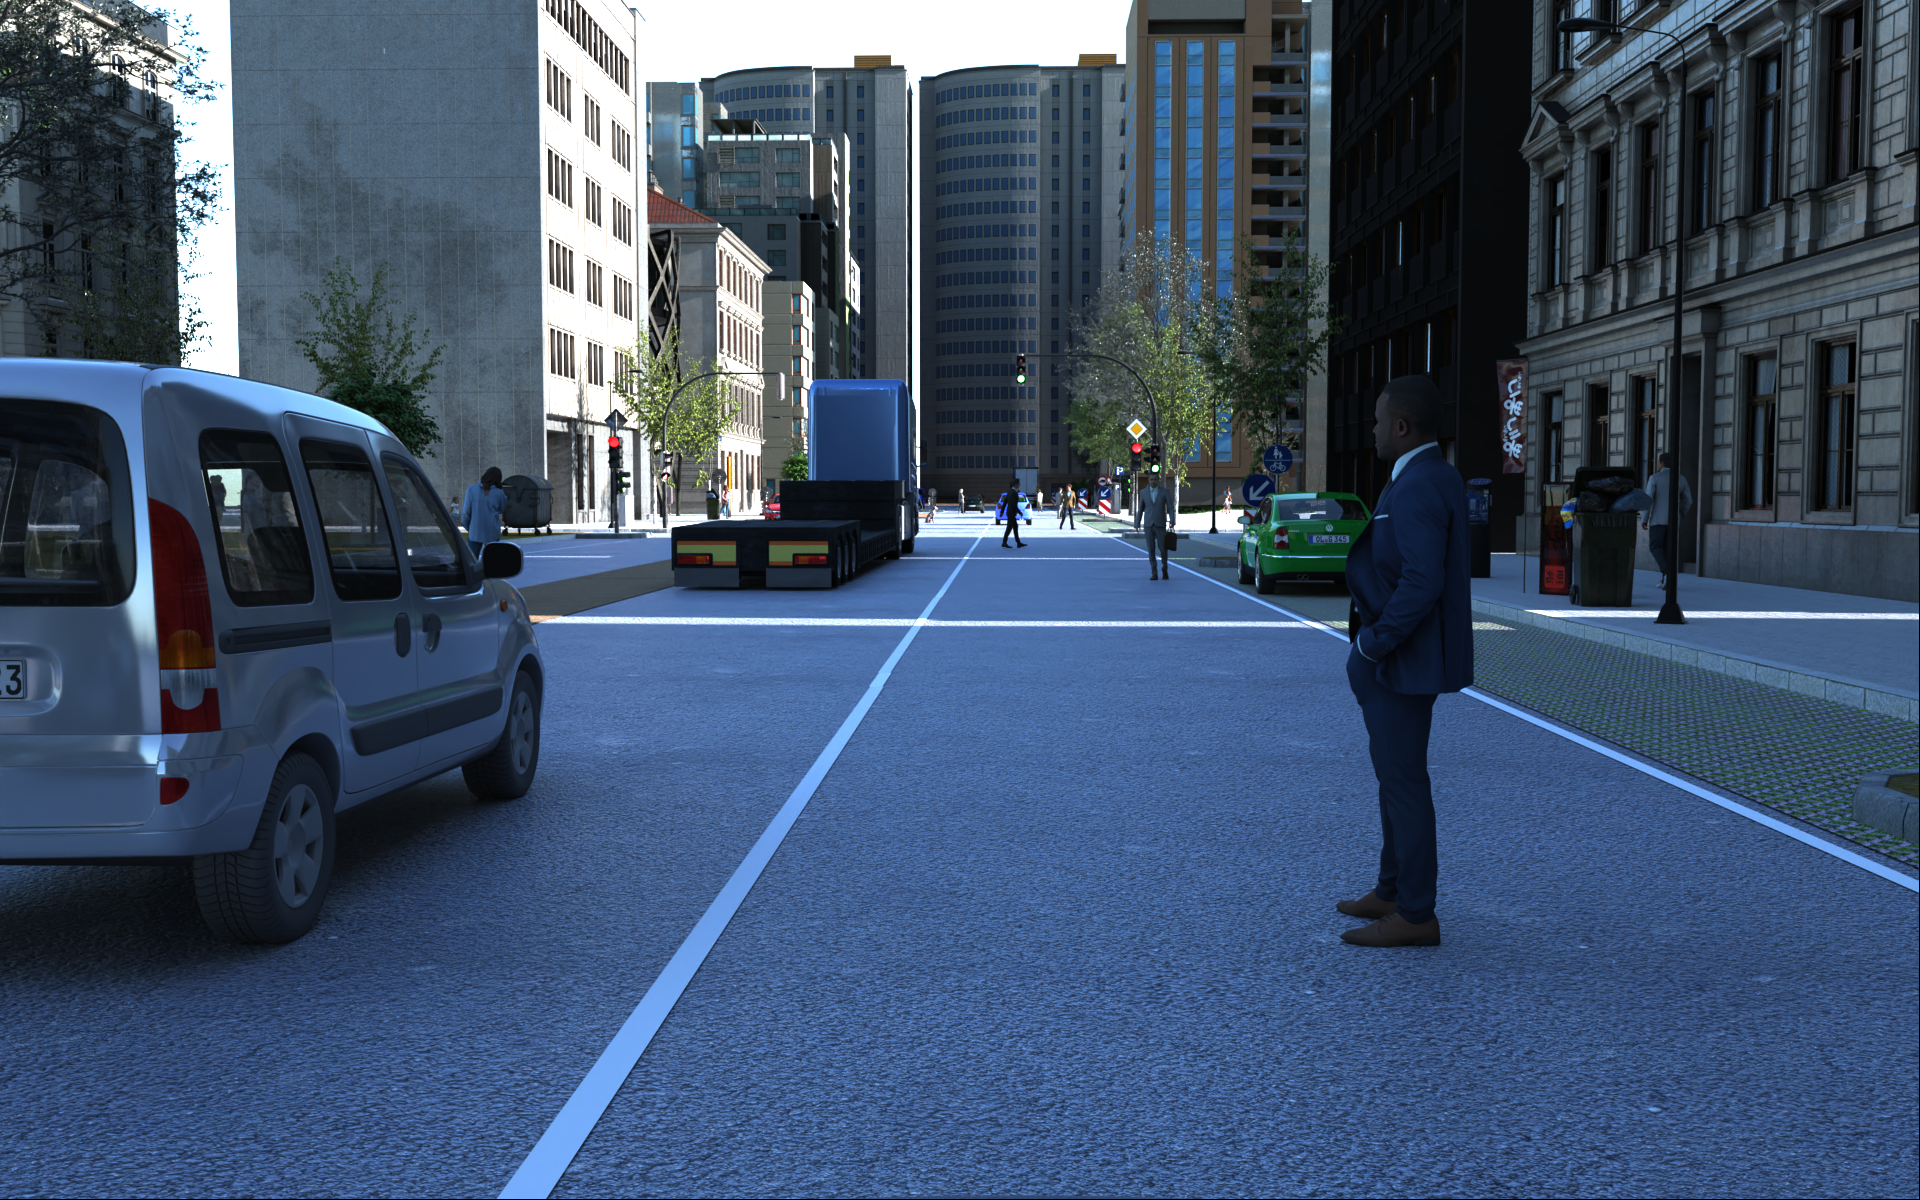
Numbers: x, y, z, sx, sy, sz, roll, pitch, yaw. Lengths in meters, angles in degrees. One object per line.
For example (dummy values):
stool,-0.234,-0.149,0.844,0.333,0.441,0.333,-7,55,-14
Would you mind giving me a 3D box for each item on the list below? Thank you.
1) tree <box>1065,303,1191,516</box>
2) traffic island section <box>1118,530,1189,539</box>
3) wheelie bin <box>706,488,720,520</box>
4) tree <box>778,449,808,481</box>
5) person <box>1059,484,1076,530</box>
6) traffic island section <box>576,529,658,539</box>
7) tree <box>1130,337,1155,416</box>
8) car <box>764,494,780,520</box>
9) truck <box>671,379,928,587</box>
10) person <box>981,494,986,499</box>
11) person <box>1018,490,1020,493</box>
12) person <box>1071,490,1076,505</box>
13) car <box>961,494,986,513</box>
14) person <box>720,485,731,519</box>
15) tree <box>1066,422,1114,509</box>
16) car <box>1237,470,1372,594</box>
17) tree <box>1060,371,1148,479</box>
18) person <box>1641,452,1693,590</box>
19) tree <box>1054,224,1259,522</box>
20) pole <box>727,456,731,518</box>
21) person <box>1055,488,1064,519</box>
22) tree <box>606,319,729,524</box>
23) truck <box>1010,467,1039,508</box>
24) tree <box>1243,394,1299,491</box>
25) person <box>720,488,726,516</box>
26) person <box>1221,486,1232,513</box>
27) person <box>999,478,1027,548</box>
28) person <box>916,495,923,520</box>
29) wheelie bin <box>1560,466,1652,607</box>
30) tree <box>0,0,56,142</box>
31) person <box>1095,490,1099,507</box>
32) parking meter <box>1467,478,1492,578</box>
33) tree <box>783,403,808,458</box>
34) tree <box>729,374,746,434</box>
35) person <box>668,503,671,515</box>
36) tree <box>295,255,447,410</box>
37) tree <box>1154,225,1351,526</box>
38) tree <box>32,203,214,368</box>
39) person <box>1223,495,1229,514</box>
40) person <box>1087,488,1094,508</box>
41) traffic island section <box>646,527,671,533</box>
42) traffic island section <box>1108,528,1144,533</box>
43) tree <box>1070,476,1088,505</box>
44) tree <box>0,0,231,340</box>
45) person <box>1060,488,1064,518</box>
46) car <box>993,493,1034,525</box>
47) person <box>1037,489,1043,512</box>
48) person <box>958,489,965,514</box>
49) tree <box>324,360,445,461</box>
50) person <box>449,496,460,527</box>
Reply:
tree,9.898,-11.269,102.379,7.486,12.596,7.792,0,3,0
traffic island section,6.330,-2.090,56.448,2.009,0.180,2.903,0,4,2
wheelie bin,-12.370,-4.808,86.526,0.693,1.594,0.980,-1,4,-13
tree,-11.551,-8.592,124.187,4.285,4.588,4.351,0,3,0
person,4.327,-3.763,69.936,0.656,1.842,0.836,-3,5,-44
traffic island section,-11.304,-2.122,56.968,2.009,0.180,2.903,0,4,2
tree,9.054,-7.340,70.367,4.737,8.622,4.395,0,3,0
car,-7.407,-4.063,75.469,2.155,1.783,4.494,0,4,2
truck,-2.649,-2.758,34.855,2.967,4.110,18.799,0,4,3
person,2.425,-10.849,189.147,1.065,1.426,0.557,1,4,14
person,5.379,-9.158,158.263,0.705,1.821,1.348,0,4,7
person,13.240,-12.214,205.823,0.705,1.814,1.350,-3,4,-39
car,0.970,-7.367,130.232,2.009,1.686,4.222,0,4,2
person,-12.086,-5.026,88.808,0.643,1.750,0.593,1,4,22
tree,11.609,-12.336,152.054,4.360,8.622,3.978,0,3,0
car,5.197,-1.048,25.931,1.959,1.807,4.718,0,4,4
tree,11.912,-12.890,136.509,9.928,11.665,9.643,0,3,0
person,9.527,-1.065,23.299,0.661,1.843,0.795,0,4,-4
tree,9.245,-10.308,78.910,12.009,13.543,11.850,0,3,0
pole,-12.540,-6.123,93.948,0.158,3.312,0.155,0,3,0
person,5.808,-5.585,100.012,0.606,1.804,0.583,3,5,45
tree,-12.819,-7.556,73.904,4.737,8.622,4.395,0,3,0
truck,6.843,-11.886,183.245,2.839,4.237,11.283,0,4,0
tree,22.534,-10.801,126.958,4.360,8.622,3.978,0,3,0
person,-13.743,-5.743,100.775,0.643,1.720,0.563,0,4,-7
person,17.788,-6.670,115.185,0.778,1.811,0.616,-2,4,-24
person,1.456,-2.310,46.039,0.755,1.850,0.659,-1,4,-10
person,-1.943,-4.063,75.350,0.576,1.772,0.534,-3,5,-41
wheelie bin,7.415,-0.730,19.848,0.980,1.594,0.693,1,4,9
tree,-31.482,-11.822,49.176,12.611,20.169,13.585,0,3,0
person,13.697,-10.185,173.244,0.621,1.740,0.551,-1,4,-21
parking meter,7.960,-1.112,26.586,0.372,1.533,0.369,0,3,0
tree,-11.510,-11.096,131.777,4.360,8.622,3.978,0,3,0
tree,-13.338,-8.556,90.248,4.737,8.622,4.395,0,3,0
person,-17.980,-6.137,106.355,0.580,1.828,0.573,-1,4,-15
tree,-18.569,-6.362,54.373,4.737,8.622,4.395,0,3,0
tree,8.330,-5.911,47.006,4.737,8.622,4.395,0,3,0
tree,-20.484,-5.674,43.129,4.360,8.622,3.978,0,3,0
person,16.968,-6.082,110.494,0.382,1.210,0.505,1,4,12
person,12.061,-9.541,161.980,1.348,1.831,0.705,3,5,42
traffic island section,-11.070,-2.610,64.950,2.009,0.180,2.903,0,4,2
traffic island section,6.564,-2.578,64.430,2.009,0.180,2.903,0,4,2
tree,12.726,-11.265,178.781,1.663,3.219,1.824,0,3,0
tree,-15.375,-6.918,23.475,12.009,13.543,11.850,0,3,0
person,5.906,-5.743,102.571,0.590,1.801,0.661,-1,4,-12
car,2.498,-4.372,81.070,1.945,1.707,3.694,0,4,1
person,6.272,-7.757,135.559,0.478,1.798,0.641,-1,4,-20
person,0.129,-6.950,122.323,0.526,1.800,0.537,-1,4,-16
tree,-14.305,-3.578,42.210,4.285,4.588,4.351,0,3,0
person,-15.094,-2.485,51.682,0.382,1.210,0.505,0,4,6
